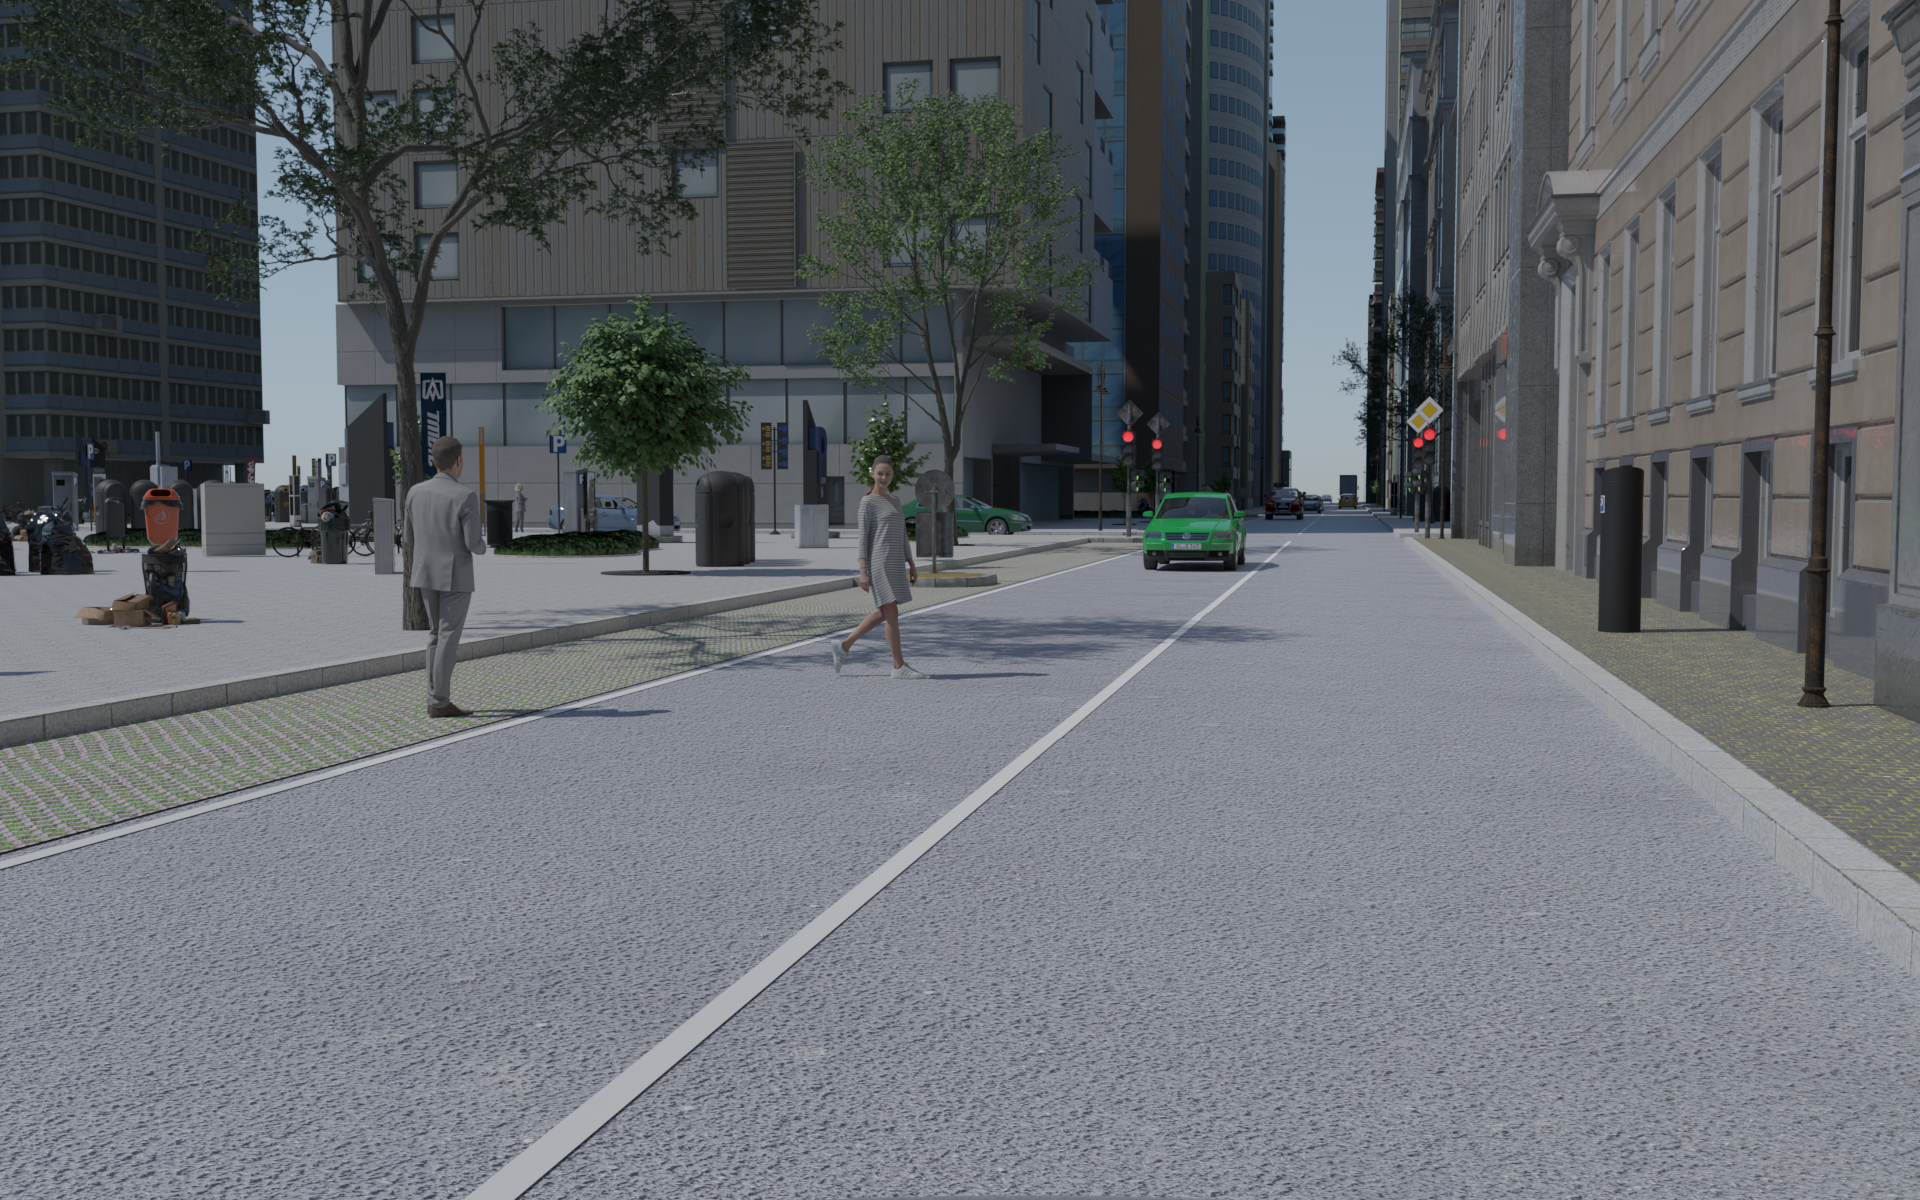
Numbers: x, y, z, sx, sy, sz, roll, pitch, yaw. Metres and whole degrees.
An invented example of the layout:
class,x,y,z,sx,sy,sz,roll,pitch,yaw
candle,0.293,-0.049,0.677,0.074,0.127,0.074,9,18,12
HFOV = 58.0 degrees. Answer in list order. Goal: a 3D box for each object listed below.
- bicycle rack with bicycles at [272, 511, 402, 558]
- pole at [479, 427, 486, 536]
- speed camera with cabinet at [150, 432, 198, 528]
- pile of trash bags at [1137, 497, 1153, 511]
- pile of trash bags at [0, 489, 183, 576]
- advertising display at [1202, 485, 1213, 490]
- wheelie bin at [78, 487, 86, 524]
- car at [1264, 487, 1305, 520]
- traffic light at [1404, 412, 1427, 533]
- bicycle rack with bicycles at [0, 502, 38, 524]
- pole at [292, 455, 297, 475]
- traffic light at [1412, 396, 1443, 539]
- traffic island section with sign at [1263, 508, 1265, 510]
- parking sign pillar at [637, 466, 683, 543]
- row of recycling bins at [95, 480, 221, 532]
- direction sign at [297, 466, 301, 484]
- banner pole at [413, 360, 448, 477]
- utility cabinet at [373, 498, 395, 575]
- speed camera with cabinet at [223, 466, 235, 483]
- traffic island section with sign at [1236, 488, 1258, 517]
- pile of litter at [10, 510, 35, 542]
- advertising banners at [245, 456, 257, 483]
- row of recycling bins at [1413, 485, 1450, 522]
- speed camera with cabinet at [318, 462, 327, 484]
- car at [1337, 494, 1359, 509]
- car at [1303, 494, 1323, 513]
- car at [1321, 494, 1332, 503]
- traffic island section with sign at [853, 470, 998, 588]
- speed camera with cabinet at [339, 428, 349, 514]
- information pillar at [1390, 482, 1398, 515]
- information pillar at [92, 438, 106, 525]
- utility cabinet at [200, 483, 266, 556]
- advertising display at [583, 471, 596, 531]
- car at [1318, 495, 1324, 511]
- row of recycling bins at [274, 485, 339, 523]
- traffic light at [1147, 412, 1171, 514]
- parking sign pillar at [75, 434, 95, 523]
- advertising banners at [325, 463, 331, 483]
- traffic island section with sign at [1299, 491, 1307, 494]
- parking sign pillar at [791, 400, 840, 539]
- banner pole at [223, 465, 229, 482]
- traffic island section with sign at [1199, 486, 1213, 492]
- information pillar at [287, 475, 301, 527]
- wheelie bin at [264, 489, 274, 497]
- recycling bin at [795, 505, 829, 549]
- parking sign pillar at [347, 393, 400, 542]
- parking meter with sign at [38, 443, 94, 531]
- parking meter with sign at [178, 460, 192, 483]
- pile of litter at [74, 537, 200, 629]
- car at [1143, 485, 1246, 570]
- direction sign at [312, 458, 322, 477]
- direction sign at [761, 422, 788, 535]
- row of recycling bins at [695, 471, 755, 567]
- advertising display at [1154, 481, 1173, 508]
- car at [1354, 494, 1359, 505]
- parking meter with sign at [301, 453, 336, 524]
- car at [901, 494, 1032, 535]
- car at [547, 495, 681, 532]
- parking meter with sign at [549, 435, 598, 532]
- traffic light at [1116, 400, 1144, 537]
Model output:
class,x,y,z,sx,sy,sz,roll,pitch,yaw
bicycle rack with bicycles,-12.616,-1.396,36.202,2.925,0.926,2.852,-1,4,-10
pole,-14.543,-3.602,52.740,0.158,3.312,0.155,0,3,0
speed camera with cabinet,-24.763,-3.696,54.763,2.038,3.252,0.660,2,4,34
pile of trash bags,11.034,-5.074,92.710,3.447,1.369,1.912,2,4,28
pile of trash bags,-14.484,-1.122,28.103,3.447,1.369,1.912,-1,4,-21
advertising display,17.448,-7.165,122.366,0.974,1.923,0.123,3,5,43
wheelie bin,-37.791,-4.028,73.770,0.693,1.594,0.980,3,5,41
car,18.412,-5.474,98.172,2.281,1.827,5.304,1,4,13
traffic light,15.225,-4.206,57.688,0.839,4.253,0.868,1,4,13
bicycle rack with bicycles,-41.202,-3.773,75.077,2.925,0.926,2.852,-2,4,-33
pole,-34.910,-5.936,90.902,0.158,3.312,0.155,0,3,0
traffic light,13.479,-3.729,49.895,0.839,4.253,0.868,1,4,13
traffic island section with sign,28.387,-9.020,156.102,1.989,1.847,2.006,1,4,13
parking sign pillar,-8.044,-3.495,45.615,1.447,3.967,1.447,-3,4,-37
row of recycling bins,-23.076,-2.633,50.170,3.534,1.692,1.069,-2,4,-31
direction sign,-52.764,-8.947,138.279,0.379,3.537,0.876,0,4,-6
banner pole,-9.688,-2.531,31.394,0.863,3.779,0.401,0,4,-1
utility cabinet,-9.315,-1.034,28.061,0.306,1.237,1.020,-1,4,-16
speed camera with cabinet,-52.800,-7.913,123.721,2.038,3.252,0.660,1,4,18
traffic island section with sign,17.494,-6.046,107.485,1.989,1.847,2.006,1,4,13
pile of litter,-25.529,-2.023,47.033,1.719,0.858,1.176,2,4,34
advertising banners,-33.600,-5.141,80.247,2.074,3.025,0.090,-3,4,-38
row of recycling bins,22.755,-4.465,80.112,3.534,1.692,1.069,2,4,25
speed camera with cabinet,-39.242,-6.820,105.844,0.660,3.252,2.038,0,4,5
car,37.136,-9.518,165.842,2.015,1.641,3.980,1,4,14
car,26.360,-7.255,130.629,2.014,1.417,4.499,1,4,13
car,60.102,-16.619,284.079,2.083,1.381,4.827,1,4,12
traffic island section with sign,-0.471,-1.142,27.293,1.989,1.847,2.006,1,4,13
speed camera with cabinet,-17.844,-3.522,51.919,2.038,3.252,0.660,3,5,41
information pillar,26.468,-6.186,105.631,0.304,2.012,0.304,-2,4,-34
information pillar,-35.513,-4.898,71.439,0.504,3.616,0.183,-2,4,-26
utility cabinet,-14.914,-1.643,35.541,1.173,1.500,0.318,-3,5,-39
advertising display,-10.420,-2.660,48.712,0.123,1.923,0.974,0,4,1
car,29.757,-8.199,146.423,2.083,1.381,4.827,1,4,15
row of recycling bins,-29.189,-4.355,78.322,3.534,1.692,1.069,0,4,-5
traffic light,6.817,-4.320,59.548,0.839,4.253,0.868,1,4,13
parking sign pillar,-39.430,-5.486,78.175,1.447,3.967,1.447,0,4,-8
advertising banners,-35.059,-6.199,97.549,0.090,3.025,2.074,1,4,17
traffic island section with sign,52.606,-15.632,264.202,1.989,1.847,2.006,1,4,13
parking sign pillar,-4.199,-3.777,50.222,1.447,3.967,1.447,1,4,8
banner pole,-53.323,-8.305,125.800,0.863,3.779,0.401,3,4,37
traffic island section with sign,11.510,-4.414,80.798,1.989,1.847,2.006,1,4,13
information pillar,-25.681,-3.816,66.883,0.304,2.012,0.304,2,4,35
wheelie bin,-47.190,-6.720,117.786,0.980,1.594,0.693,-2,4,-27
recycling bin,-3.526,-1.750,41.161,0.722,1.027,0.722,-1,4,-13
parking sign pillar,-15.872,-3.563,46.723,1.447,3.967,1.447,2,4,25
parking meter with sign,-30.839,-3.879,59.690,1.738,3.016,0.543,0,4,-6
parking meter with sign,-39.707,-5.583,87.544,0.543,3.016,1.738,2,4,27
pile of litter,-8.121,-0.193,17.122,1.176,0.858,1.719,-1,4,-15
car,4.644,-1.542,34.011,1.959,1.807,4.718,1,4,12
direction sign,-40.585,-7.177,109.337,0.876,3.537,0.379,2,4,30
direction sign,-5.859,-3.838,54.745,0.876,3.537,0.379,1,4,10
row of recycling bins,-4.313,-1.527,32.083,1.069,1.692,3.534,0,4,-4
advertising display,10.213,-5.004,87.034,0.974,1.923,0.123,2,4,28
car,51.862,-13.331,229.763,2.131,1.459,4.920,1,4,14
parking meter with sign,-27.762,-4.802,74.768,1.738,3.016,0.543,2,4,24
car,-0.047,-2.784,57.314,4.920,1.459,2.131,1,4,11
car,-11.693,-2.856,58.695,4.499,1.417,2.014,1,4,11
parking meter with sign,-11.182,-3.308,50.353,1.738,3.016,0.543,3,5,42
traffic light,5.071,-3.843,51.756,0.839,4.253,0.868,1,4,13
